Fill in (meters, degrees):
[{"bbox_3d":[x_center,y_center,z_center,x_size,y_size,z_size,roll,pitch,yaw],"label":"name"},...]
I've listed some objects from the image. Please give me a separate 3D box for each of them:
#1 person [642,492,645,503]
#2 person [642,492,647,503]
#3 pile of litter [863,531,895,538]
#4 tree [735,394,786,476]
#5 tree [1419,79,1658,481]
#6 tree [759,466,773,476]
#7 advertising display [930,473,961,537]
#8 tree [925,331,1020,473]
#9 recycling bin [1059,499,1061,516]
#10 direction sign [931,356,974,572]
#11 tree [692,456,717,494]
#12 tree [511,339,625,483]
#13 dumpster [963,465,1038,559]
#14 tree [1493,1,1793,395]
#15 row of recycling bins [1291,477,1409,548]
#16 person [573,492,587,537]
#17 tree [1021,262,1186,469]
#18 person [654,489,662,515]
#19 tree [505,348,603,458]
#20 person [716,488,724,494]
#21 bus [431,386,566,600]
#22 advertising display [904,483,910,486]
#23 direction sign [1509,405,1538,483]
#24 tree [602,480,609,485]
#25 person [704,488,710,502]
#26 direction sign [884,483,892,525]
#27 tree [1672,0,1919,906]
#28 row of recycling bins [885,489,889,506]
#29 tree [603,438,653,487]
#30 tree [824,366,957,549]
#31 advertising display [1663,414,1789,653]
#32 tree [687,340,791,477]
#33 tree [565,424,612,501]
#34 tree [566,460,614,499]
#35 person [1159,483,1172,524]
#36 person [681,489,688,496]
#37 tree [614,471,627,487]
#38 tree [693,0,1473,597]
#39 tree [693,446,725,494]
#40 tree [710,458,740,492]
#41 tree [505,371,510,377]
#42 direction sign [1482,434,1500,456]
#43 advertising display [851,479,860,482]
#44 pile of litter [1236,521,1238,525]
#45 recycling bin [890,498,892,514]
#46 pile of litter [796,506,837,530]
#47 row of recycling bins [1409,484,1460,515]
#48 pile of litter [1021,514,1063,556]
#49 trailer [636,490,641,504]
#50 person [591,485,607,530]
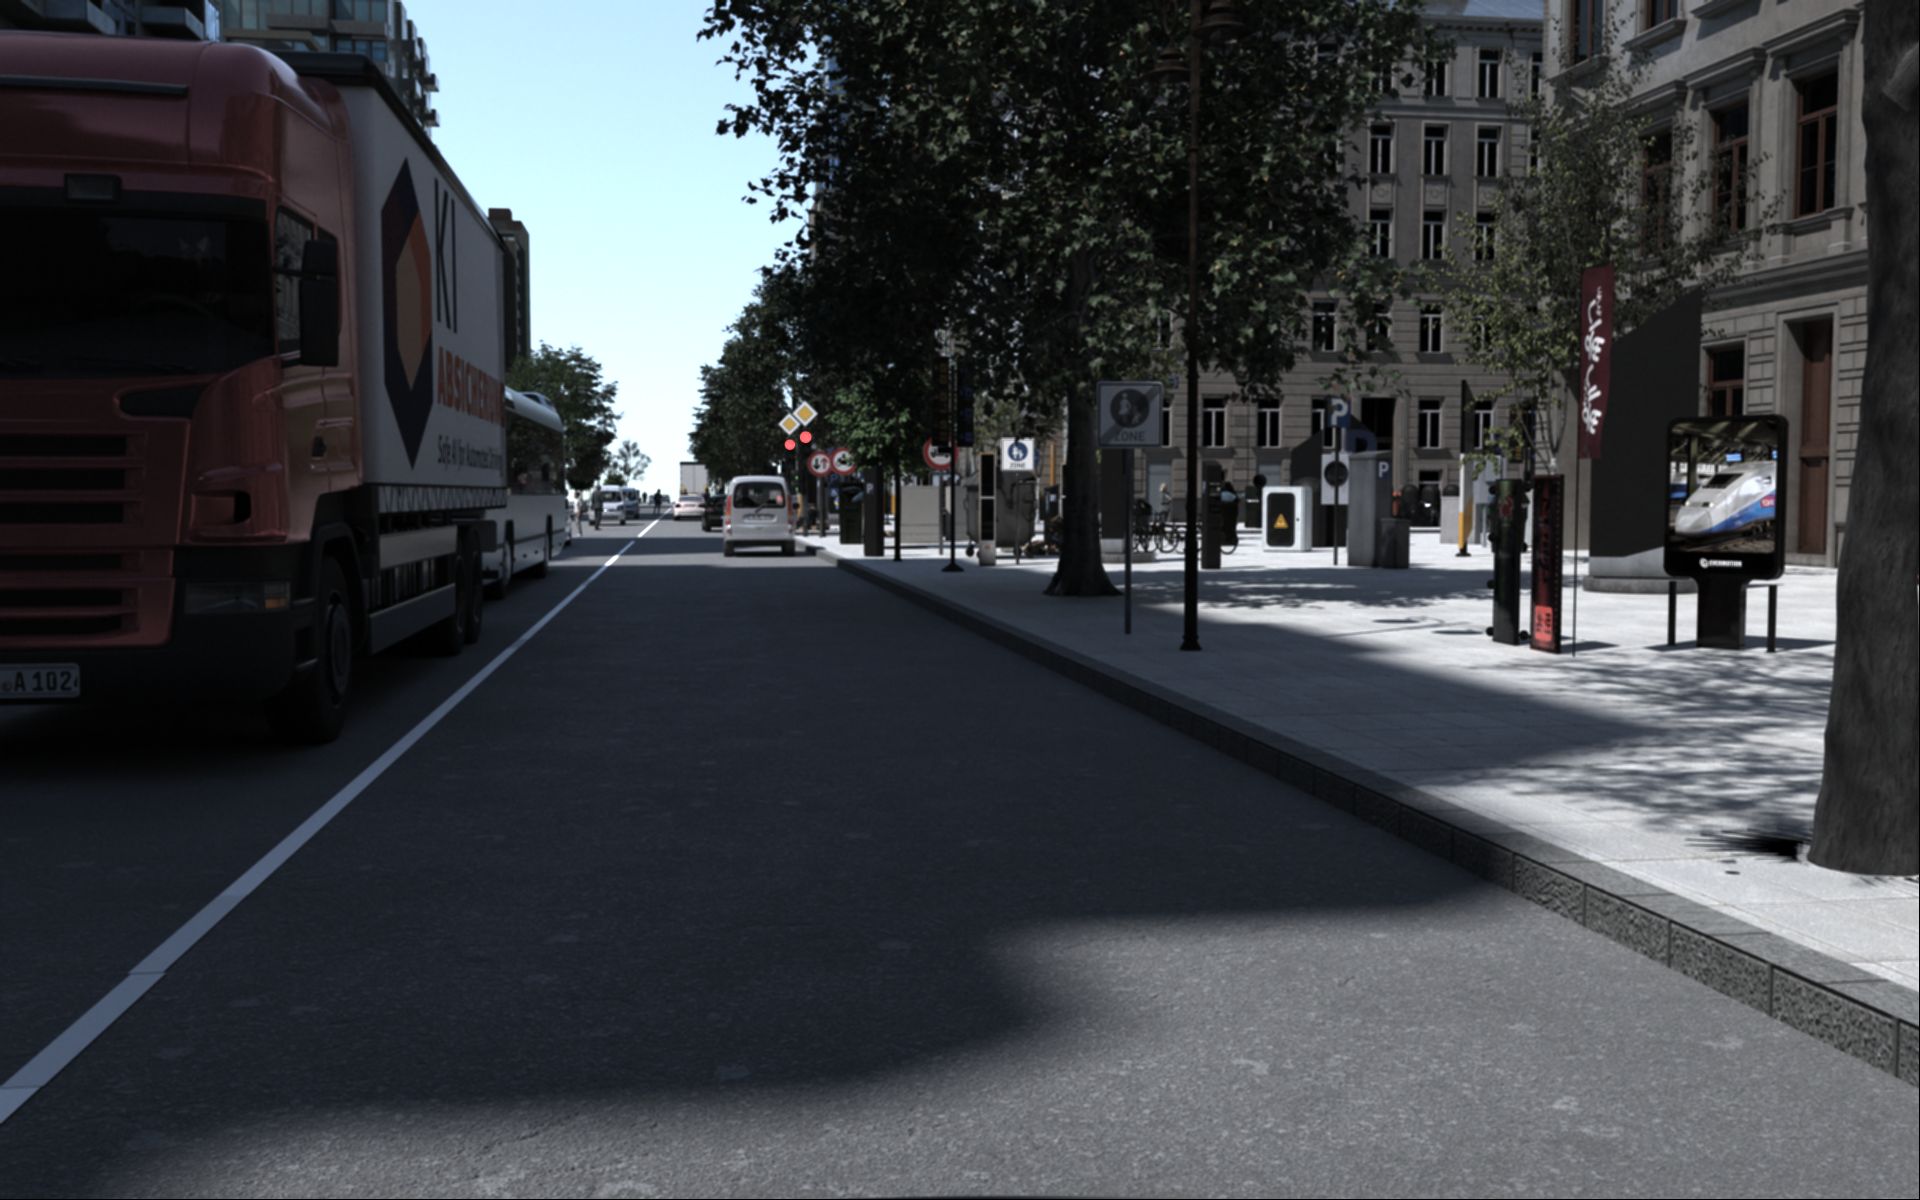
[{"bbox_3d":[-52.612,-17.115,288.321,1.348,1.826,0.705,3,5,43],"label":"person"},{"bbox_3d":[-51.148,-16.718,281.857,1.348,1.822,0.705,-3,4,-38],"label":"person"},{"bbox_3d":[-2.560,-2.316,51.832,1.176,0.858,1.719,-1,4,-15],"label":"pile of litter"},{"bbox_3d":[-12.372,-9.478,105.320,4.360,8.622,3.978,0,3,0],"label":"tree"},{"bbox_3d":[10.629,-4.952,31.329,4.737,8.622,4.395,0,3,0],"label":"tree"},{"bbox_3d":[-12.234,-7.100,110.681,1.663,3.219,1.824,0,3,0],"label":"tree"},{"bbox_3d":[-0.451,-2.879,52.278,0.974,1.923,0.123,-2,4,-24],"label":"advertising display"},{"bbox_3d":[0.863,-7.439,71.997,4.737,8.622,4.395,0,3,0],"label":"tree"},{"bbox_3d":[5.060,-4.182,80.925,0.722,1.027,0.722,-1,4,-15],"label":"recycling bin"},{"bbox_3d":[-0.119,-2.243,28.670,0.876,3.537,0.379,-3,5,-39],"label":"direction sign"},{"bbox_3d":[-39.484,-21.730,281.047,9.928,11.665,9.643,0,3,0],"label":"tree"},{"bbox_3d":[-32.950,-14.494,143.626,9.857,13.997,8.962,0,3,0],"label":"tree"},{"bbox_3d":[0.816,-1.772,34.730,1.264,1.857,1.865,-1,4,-9],"label":"dumpster"},{"bbox_3d":[9.897,-4.642,26.262,4.360,8.622,3.978,0,3,0],"label":"tree"},{"bbox_3d":[9.463,-2.170,42.597,3.534,1.692,1.069,-3,5,-40],"label":"row of recycling bins"},{"bbox_3d":[-12.837,-2.888,58.321,0.503,1.515,0.523,2,4,26],"label":"person"},{"bbox_3d":[4.417,-5.903,46.880,4.737,8.622,4.395,0,3,0],"label":"tree"},{"bbox_3d":[-20.730,-6.726,118.812,0.623,1.781,0.721,0,4,4],"label":"person"},{"bbox_3d":[-29.734,-12.151,124.430,9.928,11.665,9.643,0,3,0],"label":"tree"},{"bbox_3d":[-14.862,-6.002,106.890,0.793,1.790,0.793,3,4,36],"label":"person"},{"bbox_3d":[-7.797,-1.912,26.115,2.948,3.499,13.247,-1,4,-8],"label":"bus"},{"bbox_3d":[-3.415,-6.613,113.341,0.123,1.923,0.974,1,4,20],"label":"advertising display"},{"bbox_3d":[14.342,-3.173,43.873,0.876,3.537,0.379,0,4,2],"label":"direction sign"},{"bbox_3d":[-47.043,-14.363,229.429,1.663,3.219,1.824,0,3,0],"label":"tree"},{"bbox_3d":[-15.256,-5.800,103.611,0.573,1.790,0.520,1,4,22],"label":"person"},{"bbox_3d":[-3.036,-4.911,72.285,0.876,3.537,0.379,2,4,28],"label":"direction sign"},{"bbox_3d":[3.204,-5.815,5.444,12.009,13.543,11.850,0,3,0],"label":"tree"},{"bbox_3d":[-3.994,-6.873,119.491,3.534,1.692,1.069,1,4,13],"label":"row of recycling bins"},{"bbox_3d":[-54.562,-21.289,282.485,8.767,10.594,7.601,-2,4,-24],"label":"tree"},{"bbox_3d":[-1.544,-3.499,40.916,4.285,4.588,4.351,0,3,0],"label":"tree"},{"bbox_3d":[6.305,-0.556,14.301,0.123,1.923,0.974,-3,5,-39],"label":"advertising display"},{"bbox_3d":[-16.202,-12.800,127.408,7.486,12.596,7.792,0,3,0],"label":"tree"},{"bbox_3d":[-38.713,-13.910,177.782,4.737,8.622,4.395,0,3,0],"label":"tree"},{"bbox_3d":[-36.608,-11.215,167.075,4.285,4.588,4.351,0,3,0],"label":"tree"},{"bbox_3d":[6.767,-2.941,56.774,0.537,1.800,0.526,-3,5,-44],"label":"person"},{"bbox_3d":[-22.447,-8.151,141.733,1.348,1.831,0.705,-3,5,-41],"label":"person"},{"bbox_3d":[-48.675,-15.927,244.125,4.285,4.588,4.351,0,3,0],"label":"tree"},{"bbox_3d":[1.490,-6.412,21.851,9.611,12.733,9.660,0,3,0],"label":"tree"},{"bbox_3d":[-27.434,-16.380,202.219,8.767,10.594,7.601,0,4,6],"label":"tree"},{"bbox_3d":[-36.132,-18.748,256.894,4.737,8.622,4.395,0,3,0],"label":"tree"},{"bbox_3d":[-24.931,-8.439,88.340,4.737,8.622,4.395,0,3,0],"label":"tree"},{"bbox_3d":[19.924,-4.467,65.028,0.876,3.537,0.379,-2,4,-29],"label":"direction sign"},{"bbox_3d":[-4.300,-4.342,76.211,0.974,1.923,0.123,1,4,18],"label":"advertising display"},{"bbox_3d":[10.936,-3.527,71.625,1.176,0.858,1.719,1,4,10],"label":"pile of litter"},{"bbox_3d":[-4.188,-6.155,113.190,0.722,1.027,0.722,0,4,2],"label":"recycling bin"},{"bbox_3d":[-5.148,-2.920,61.701,1.719,0.858,1.176,-1,4,-17],"label":"pile of litter"},{"bbox_3d":[20.411,-4.048,73.297,3.534,1.692,1.069,2,4,26],"label":"row of recycling bins"},{"bbox_3d":[1.794,-1.404,36.913,1.176,0.858,1.719,2,4,31],"label":"pile of litter"},{"bbox_3d":[-45.899,-14.581,245.447,1.471,1.999,3.904,-1,4,-11],"label":"trailer"},{"bbox_3d":[-14.335,-3.683,68.895,0.661,1.801,0.590,2,4,35],"label":"person"}]
